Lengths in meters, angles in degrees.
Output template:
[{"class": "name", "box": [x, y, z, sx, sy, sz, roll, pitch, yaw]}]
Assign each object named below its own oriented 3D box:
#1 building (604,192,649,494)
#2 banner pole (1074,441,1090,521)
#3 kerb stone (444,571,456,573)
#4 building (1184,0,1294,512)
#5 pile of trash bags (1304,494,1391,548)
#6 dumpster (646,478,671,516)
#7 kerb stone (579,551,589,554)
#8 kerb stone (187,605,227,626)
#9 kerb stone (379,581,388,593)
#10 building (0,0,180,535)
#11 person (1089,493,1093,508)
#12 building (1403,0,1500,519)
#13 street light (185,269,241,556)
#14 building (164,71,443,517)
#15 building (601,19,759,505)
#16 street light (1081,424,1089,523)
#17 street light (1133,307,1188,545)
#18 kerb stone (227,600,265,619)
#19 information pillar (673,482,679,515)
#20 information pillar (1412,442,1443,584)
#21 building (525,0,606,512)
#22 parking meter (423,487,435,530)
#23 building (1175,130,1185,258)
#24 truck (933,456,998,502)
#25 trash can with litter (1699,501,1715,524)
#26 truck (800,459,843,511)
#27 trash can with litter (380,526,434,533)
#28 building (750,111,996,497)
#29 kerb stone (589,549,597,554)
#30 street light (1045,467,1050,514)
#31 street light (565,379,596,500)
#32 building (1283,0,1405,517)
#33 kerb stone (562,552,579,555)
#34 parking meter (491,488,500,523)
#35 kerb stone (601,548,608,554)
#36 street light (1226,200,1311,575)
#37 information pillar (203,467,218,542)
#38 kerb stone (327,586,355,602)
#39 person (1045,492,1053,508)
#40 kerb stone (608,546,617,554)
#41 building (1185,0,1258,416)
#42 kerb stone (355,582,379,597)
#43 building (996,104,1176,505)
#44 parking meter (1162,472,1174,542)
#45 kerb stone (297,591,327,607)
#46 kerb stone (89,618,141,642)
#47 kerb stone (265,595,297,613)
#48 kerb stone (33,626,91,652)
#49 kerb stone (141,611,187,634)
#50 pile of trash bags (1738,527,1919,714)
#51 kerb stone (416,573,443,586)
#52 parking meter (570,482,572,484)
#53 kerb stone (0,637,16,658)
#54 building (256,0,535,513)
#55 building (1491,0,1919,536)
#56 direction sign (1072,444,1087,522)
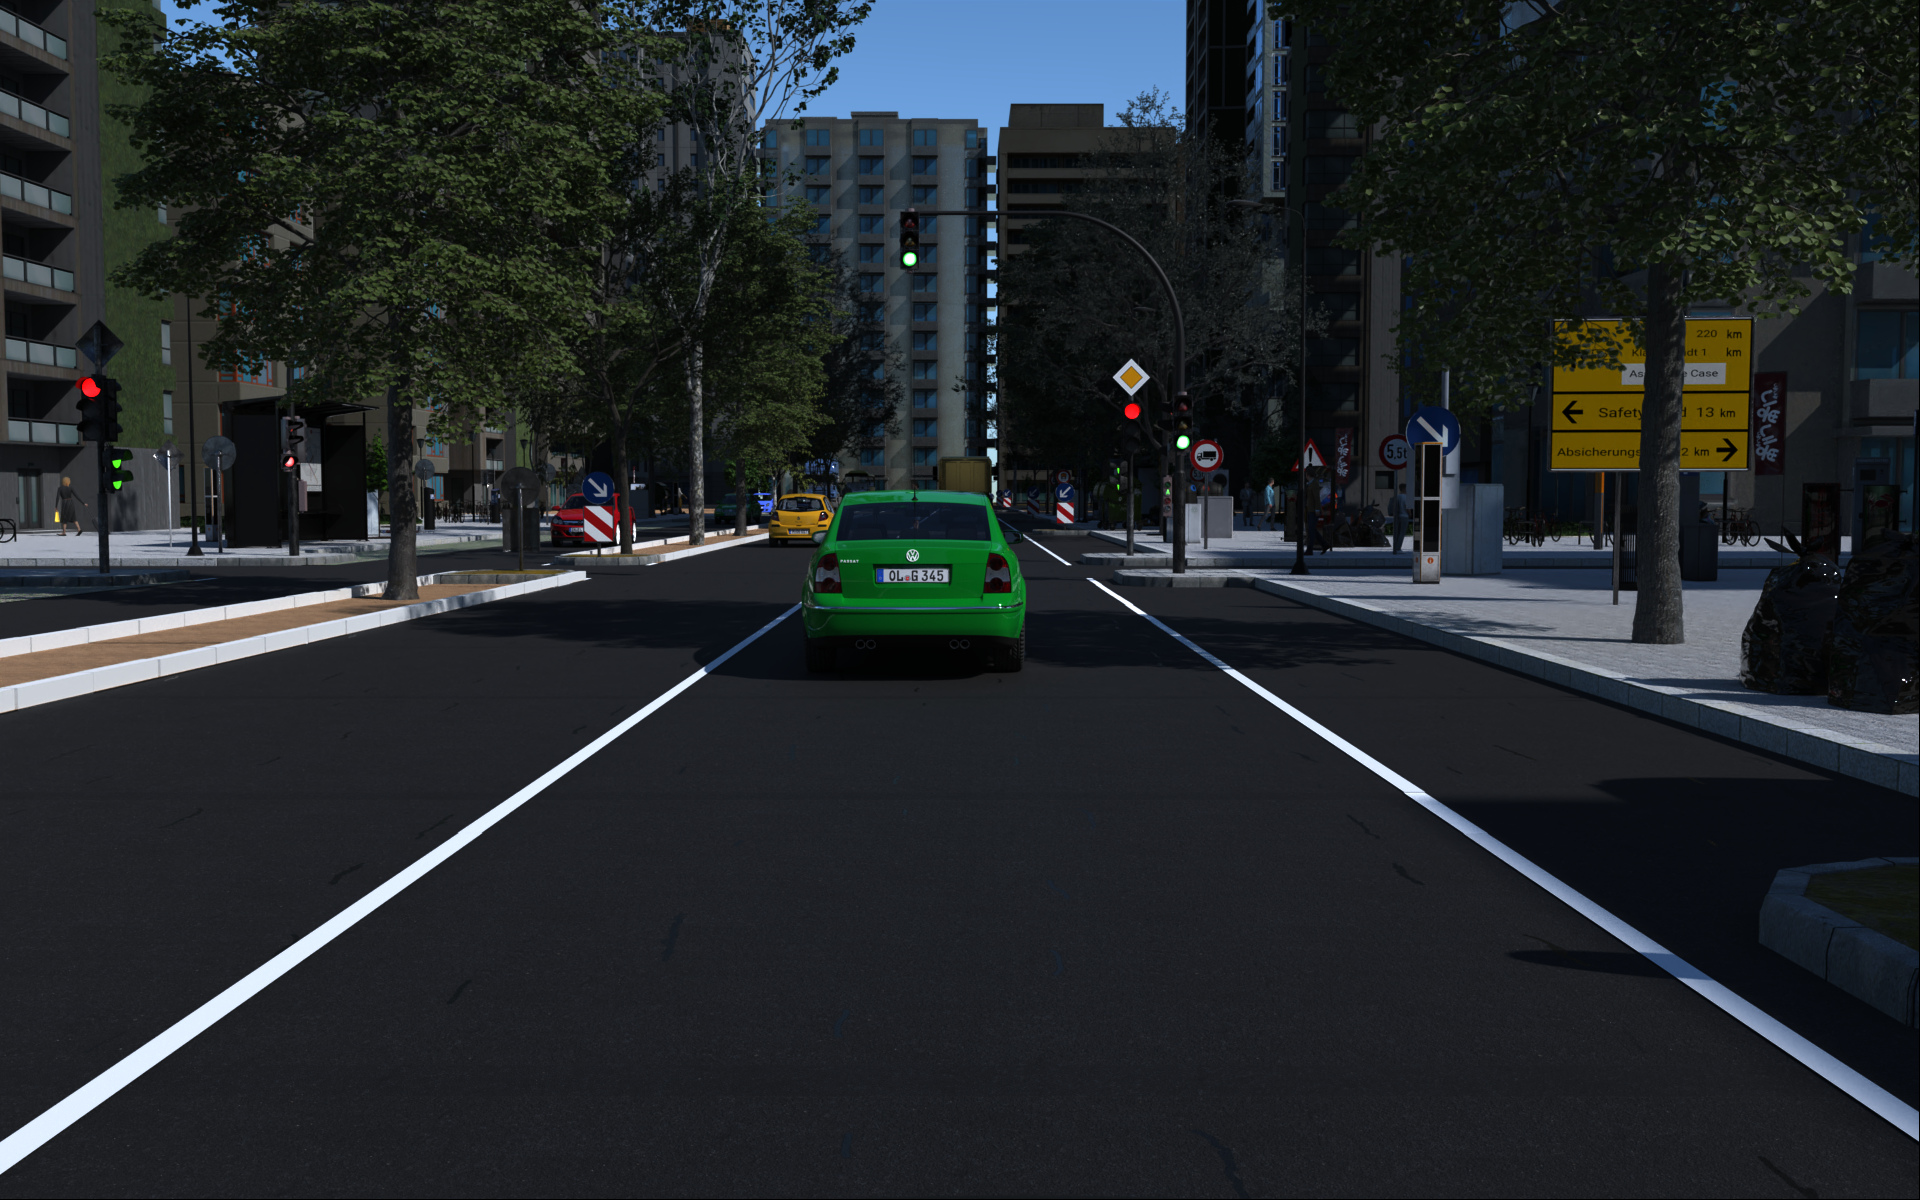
[{"class": "building", "box": [-37.458, -24.097, 165.689, 14.107, 30.474, 14.160, 0, 3, 0]}, {"class": "banner pole", "box": [5.794, -5.627, 82.020, 0.863, 3.779, 0.401, 1, 4, 19]}, {"class": "kerb stone", "box": [-8.388, -0.377, 28.366, 0.120, 0.150, 1.000, 0, 3, 0]}, {"class": "building", "box": [30.871, -50.306, 135.178, 22.319, 86.520, 31.000, 0, 3, 0]}, {"class": "pile of trash bags", "box": [9.455, -2.041, 43.120, 1.912, 1.369, 3.447, 0, 4, -1]}, {"class": "dumpster", "box": [-18.155, -6.167, 103.317, 1.502, 2.255, 1.985, 0, 4, 0]}, {"class": "kerb stone", "box": [-8.386, -0.975, 38.142, 0.120, 0.150, 1.000, 0, 3, 0]}, {"class": "kerb stone", "box": [-8.397, 0.187, 19.131, 0.120, 0.150, 1.000, 0, 3, 0]}, {"class": "kerb stone", "box": [-8.393, -0.189, 25.282, 0.120, 0.150, 1.000, 0, 3, 0]}, {"class": "building", "box": [-35.652, -22.748, 55.520, 14.154, 41.232, 14.086, 0, 3, 0]}, {"class": "person", "box": [12.024, -9.182, 156.044, 0.599, 1.838, 0.709, -3, 5, -44]}, {"class": "building", "box": [29.486, -26.359, 81.085, 14.600, 45.320, 14.200, 0, 3, 0]}, {"class": "street light", "box": [-15.390, -3.874, 35.886, 1.470, 5.913, 1.316, 0, 3, 0]}, {"class": "building", "box": [-43.527, -14.711, 85.563, 27.650, 21.520, 28.899, 0, 3, 0]}, {"class": "building", "box": [-40.064, -41.405, 218.967, 28.212, 58.520, 21.231, 0, 3, 0]}, {"class": "street light", "box": [5.027, -6.397, 77.126, 1.470, 5.913, 1.316, 0, 3, 0]}, {"class": "street light", "box": [4.984, -4.320, 43.170, 1.470, 5.913, 1.316, 0, 3, 0]}, {"class": "kerb stone", "box": [-8.387, 0.125, 20.156, 0.120, 0.150, 1.000, 0, 3, 0]}, {"class": "information pillar", "box": [-17.280, -6.169, 105.358, 0.304, 2.012, 0.304, 0, 4, -6]}, {"class": "information pillar", "box": [6.676, -1.239, 24.743, 0.304, 2.012, 0.304, 0, 4, -7]}, {"class": "building", "box": [-40.684, -31.295, 135.369, 21.300, 48.544, 21.600, 0, 3, 0]}, {"class": "parking meter", "box": [-19.076, -3.293, 62.244, 0.372, 1.533, 0.369, 0, 3, 0]}, {"class": "building", "box": [33.195, -34.593, 215.698, 14.200, 45.320, 14.600, 0, 3, 0]}, {"class": "truck", "box": [0.271, -5.612, 87.684, 3.469, 3.379, 9.791, 0, 4, 0]}, {"class": "trash can with litter", "box": [11.805, -1.049, 28.535, 1.055, 1.170, 0.624, 0, 4, 2]}, {"class": "truck", "box": [-10.328, -9.088, 138.353, 2.967, 4.110, 18.799, 0, 4, 1]}, {"class": "trash can with litter", "box": [-18.736, -2.834, 57.392, 2.233, 1.210, 1.678, 1, 4, 16]}, {"class": "building", "box": [-10.730, -36.698, 219.622, 30.456, 49.044, 23.786, 0, 3, 0]}, {"class": "kerb stone", "box": [-8.383, -1.038, 39.164, 0.120, 0.150, 1.000, 0, 3, 0]}, {"class": "street light", "box": [5.085, -8.474, 111.083, 1.470, 5.913, 1.316, 0, 3, 0]}, {"class": "street light", "box": [-15.331, -5.951, 69.843, 1.470, 5.913, 1.316, 0, 3, 0]}, {"class": "building", "box": [26.333, -20.303, 103.653, 14.160, 30.474, 14.107, 0, 3, 0]}, {"class": "kerb stone", "box": [-8.386, -0.912, 37.114, 0.120, 0.150, 1.000, 0, 3, 0]}, {"class": "parking meter", "box": [-20.368, -4.132, 75.971, 0.372, 1.533, 0.369, 0, 3, 0]}, {"class": "kerb stone", "box": [-8.384, -1.099, 40.187, 0.120, 0.150, 1.000, 0, 3, 0]}, {"class": "street light", "box": [4.894, -3.362, 27.518, 1.470, 5.913, 1.316, 0, 3, 0]}, {"class": "information pillar", "box": [-20.077, -2.572, 46.545, 0.304, 2.012, 0.304, 2, 4, 26]}, {"class": "kerb stone", "box": [-8.392, -0.055, 23.232, 0.120, 0.150, 1.000, 0, 3, 0]}, {"class": "person", "box": [7.944, -9.122, 156.124, 0.756, 1.711, 0.436, 2, 4, 35]}, {"class": "kerb stone", "box": [-8.379, -1.163, 41.209, 0.120, 0.150, 1.000, 0, 3, 0]}, {"class": "building", "box": [30.310, -44.229, 161.404, 20.563, 71.187, 20.611, 0, 3, 0]}, {"class": "kerb stone", "box": [-8.400, -0.126, 24.260, 0.120, 0.150, 1.000, 0, 3, 0]}, {"class": "building", "box": [15.297, -36.381, 218.525, 21.600, 48.544, 21.300, 0, 3, 0]}, {"class": "parking meter", "box": [5.618, -2.475, 46.171, 0.399, 1.863, 0.255, 3, 5, 39]}, {"class": "kerb stone", "box": [-8.394, -0.001, 22.209, 0.120, 0.150, 1.000, 0, 3, 0]}, {"class": "kerb stone", "box": [-8.400, 0.313, 17.080, 0.120, 0.150, 1.000, 0, 3, 0]}, {"class": "kerb stone", "box": [-8.398, 0.068, 21.186, 0.120, 0.150, 1.000, 0, 3, 0]}, {"class": "kerb stone", "box": [-8.398, 0.379, 16.058, 0.120, 0.150, 1.000, 0, 3, 0]}, {"class": "kerb stone", "box": [-8.395, 0.250, 18.109, 0.120, 0.150, 1.000, 0, 3, 0]}, {"class": "pile of trash bags", "box": [6.837, -0.063, 10.779, 3.447, 1.369, 1.912, 0, 4, 7]}, {"class": "kerb stone", "box": [-8.389, -0.313, 27.332, 0.120, 0.150, 1.000, 0, 3, 0]}, {"class": "parking meter", "box": [-19.266, -4.944, 86.550, 0.399, 1.863, 0.255, -1, 4, -18]}, {"class": "kerb stone", "box": [-8.400, 0.438, 15.035, 0.120, 0.150, 1.000, 0, 3, 0]}, {"class": "building", "box": [-37.870, -26.551, 117.705, 14.154, 41.232, 14.086, 0, 3, 0]}, {"class": "building", "box": [34.986, -27.017, 61.338, 30.456, 49.044, 23.786, 0, 3, 0]}, {"class": "direction sign", "box": [5.414, -5.302, 78.680, 0.876, 3.537, 0.379, 3, 5, 44]}]
